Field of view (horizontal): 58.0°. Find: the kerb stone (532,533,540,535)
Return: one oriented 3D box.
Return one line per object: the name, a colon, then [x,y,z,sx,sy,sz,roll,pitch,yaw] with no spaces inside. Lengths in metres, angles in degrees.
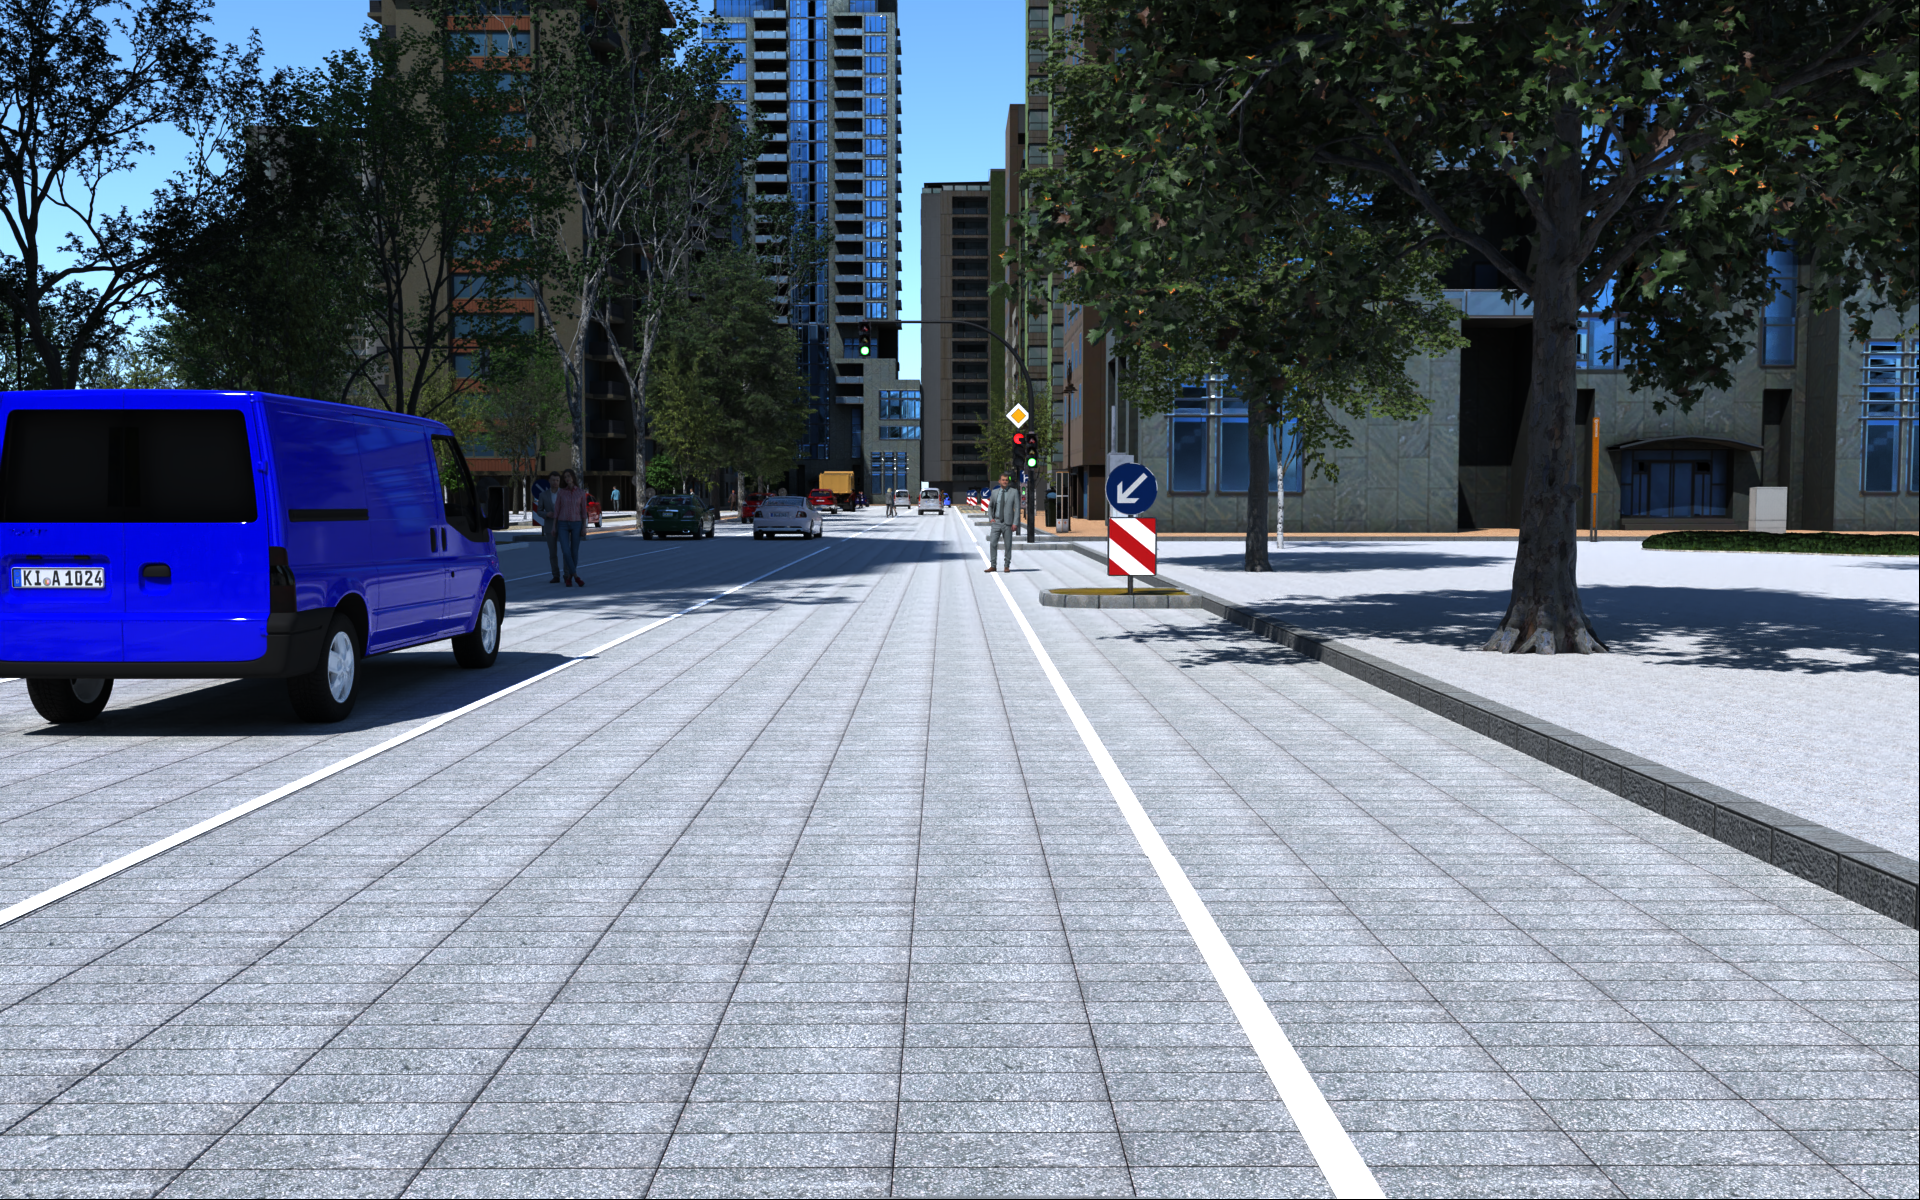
kerb stone: [-13.744,-2.039,55.556,0.120,0.150,1.000,0,4,0]

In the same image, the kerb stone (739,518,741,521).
kerb stone: [-11.904,-4.293,92.479,0.120,0.150,1.000,0,4,0]

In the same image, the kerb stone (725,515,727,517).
kerb stone: [-14.082,-4.925,102.722,0.120,0.150,1.000,0,4,0]

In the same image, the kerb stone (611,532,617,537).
kerb stone: [-11.663,-2.167,57.618,0.120,0.150,1.000,0,4,0]

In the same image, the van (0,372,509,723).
van: [-4.805,-0.497,12.516,2.240,2.365,5.245,0,4,0]

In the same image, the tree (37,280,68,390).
tree: [-26.658,-8.472,64.271,9.928,11.665,9.643,0,3,0]

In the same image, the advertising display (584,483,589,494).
advertising display: [-20.951,-5.598,96.745,0.123,1.923,0.974,1,4,10]

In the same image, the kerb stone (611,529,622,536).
kerb stone: [-11.670,-2.226,58.646,0.120,0.150,1.000,0,4,0]

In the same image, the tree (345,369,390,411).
tree: [-35.338,-9.240,101.436,4.360,8.622,3.978,0,3,0]

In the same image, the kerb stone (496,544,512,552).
kerb stone: [-11.561,-1.315,43.700,0.120,0.150,1.000,0,4,0]

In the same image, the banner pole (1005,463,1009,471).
banner pole: [3.381,-8.229,124.562,0.401,3.779,0.863,2,4,24]

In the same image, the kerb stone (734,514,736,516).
kerb stone: [-14.114,-5.170,106.815,0.120,0.150,1.000,0,4,0]

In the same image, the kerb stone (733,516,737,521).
kerb stone: [-11.897,-4.169,90.429,0.120,0.150,1.000,0,4,0]

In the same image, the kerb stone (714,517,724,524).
kerb stone: [-11.859,-3.859,85.298,0.120,0.150,1.000,0,4,0]

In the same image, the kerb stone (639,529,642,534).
kerb stone: [-11.697,-2.479,62.734,0.120,0.150,1.000,0,4,0]

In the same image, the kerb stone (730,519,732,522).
kerb stone: [-11.881,-4.048,88.377,0.120,0.150,1.000,0,4,0]

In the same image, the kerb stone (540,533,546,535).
kerb stone: [-13.756,-2.103,56.579,0.120,0.150,1.000,0,4,0]

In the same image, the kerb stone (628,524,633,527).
kerb stone: [-13.862,-3.041,71.952,0.120,0.150,1.000,0,4,0]

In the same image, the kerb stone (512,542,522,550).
kerb stone: [-11.573,-1.377,44.727,0.120,0.150,1.000,0,4,0]

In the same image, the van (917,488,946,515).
van: [-1.996,-6.855,119.091,2.013,2.044,4.112,0,4,1]

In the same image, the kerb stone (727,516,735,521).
kerb stone: [-11.892,-4.109,89.406,0.120,0.150,1.000,0,4,0]

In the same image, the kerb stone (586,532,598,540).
kerb stone: [-11.637,-1.976,54.548,0.120,0.150,1.000,0,4,0]

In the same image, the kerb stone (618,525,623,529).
kerb stone: [-13.856,-2.917,69.893,0.120,0.150,1.000,0,4,0]

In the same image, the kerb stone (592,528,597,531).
kerb stone: [-13.818,-2.601,64.777,0.120,0.150,1.000,0,4,0]

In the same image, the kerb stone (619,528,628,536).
kerb stone: [-11.677,-2.292,59.668,0.120,0.150,1.000,0,4,0]

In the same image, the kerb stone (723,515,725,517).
kerb stone: [-14.080,-4.861,101.700,0.120,0.150,1.000,0,4,0]

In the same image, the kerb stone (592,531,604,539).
kerb stone: [-11.653,-2.041,55.570,0.120,0.150,1.000,0,4,0]

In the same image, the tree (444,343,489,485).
tree: [-24.560,-8.011,81.335,4.737,8.622,4.395,0,3,0]

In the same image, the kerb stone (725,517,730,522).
kerb stone: [-11.874,-3.985,87.343,0.120,0.150,1.000,0,4,0]

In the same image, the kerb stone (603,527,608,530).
kerb stone: [-13.830,-2.730,66.823,0.120,0.150,1.000,0,4,0]

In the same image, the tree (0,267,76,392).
tree: [-29.679,-6.450,55.823,4.737,8.622,4.395,0,3,0]

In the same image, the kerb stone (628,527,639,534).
kerb stone: [-11.688,-2.417,61.712,0.120,0.150,1.000,0,4,0]

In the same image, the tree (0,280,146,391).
tree: [-45.086,-9.437,80.043,9.928,11.665,9.643,0,3,0]

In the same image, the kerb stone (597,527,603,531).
kerb stone: [-13.826,-2.667,65.799,0.120,0.150,1.000,0,4,0]

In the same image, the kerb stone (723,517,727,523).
kerb stone: [-11.865,-3.922,86.320,0.120,0.150,1.000,0,4,0]

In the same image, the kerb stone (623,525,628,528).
kerb stone: [-13.857,-2.980,70.930,0.120,0.150,1.000,0,4,0]

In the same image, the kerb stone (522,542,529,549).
kerb stone: [-11.578,-1.438,45.749,0.120,0.150,1.000,0,4,0]

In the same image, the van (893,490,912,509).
van: [-5.591,-9.786,167.009,2.013,2.044,4.112,0,4,-2]

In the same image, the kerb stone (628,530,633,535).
kerb stone: [-11.688,-2.354,60.690,0.120,0.150,1.000,0,4,0]

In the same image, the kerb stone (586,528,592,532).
kerb stone: [-13.810,-2.542,63.754,0.120,0.150,1.000,0,4,0]

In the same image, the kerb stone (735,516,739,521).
kerb stone: [-11.904,-4.234,91.451,0.120,0.150,1.000,0,4,0]

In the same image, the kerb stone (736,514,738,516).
kerb stone: [-14.123,-5.238,107.837,0.120,0.150,1.000,0,4,0]

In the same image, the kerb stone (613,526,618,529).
kerb stone: [-13.843,-2.855,68.871,0.120,0.150,1.000,0,4,0]

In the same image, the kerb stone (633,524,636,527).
kerb stone: [-13.871,-3.106,72.976,0.120,0.150,1.000,0,4,0]

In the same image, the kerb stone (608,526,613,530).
kerb stone: [-13.838,-2.786,67.849,0.120,0.150,1.000,0,4,0]

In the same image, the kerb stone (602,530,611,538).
kerb stone: [-11.659,-2.104,56.593,0.120,0.150,1.000,0,4,0]
